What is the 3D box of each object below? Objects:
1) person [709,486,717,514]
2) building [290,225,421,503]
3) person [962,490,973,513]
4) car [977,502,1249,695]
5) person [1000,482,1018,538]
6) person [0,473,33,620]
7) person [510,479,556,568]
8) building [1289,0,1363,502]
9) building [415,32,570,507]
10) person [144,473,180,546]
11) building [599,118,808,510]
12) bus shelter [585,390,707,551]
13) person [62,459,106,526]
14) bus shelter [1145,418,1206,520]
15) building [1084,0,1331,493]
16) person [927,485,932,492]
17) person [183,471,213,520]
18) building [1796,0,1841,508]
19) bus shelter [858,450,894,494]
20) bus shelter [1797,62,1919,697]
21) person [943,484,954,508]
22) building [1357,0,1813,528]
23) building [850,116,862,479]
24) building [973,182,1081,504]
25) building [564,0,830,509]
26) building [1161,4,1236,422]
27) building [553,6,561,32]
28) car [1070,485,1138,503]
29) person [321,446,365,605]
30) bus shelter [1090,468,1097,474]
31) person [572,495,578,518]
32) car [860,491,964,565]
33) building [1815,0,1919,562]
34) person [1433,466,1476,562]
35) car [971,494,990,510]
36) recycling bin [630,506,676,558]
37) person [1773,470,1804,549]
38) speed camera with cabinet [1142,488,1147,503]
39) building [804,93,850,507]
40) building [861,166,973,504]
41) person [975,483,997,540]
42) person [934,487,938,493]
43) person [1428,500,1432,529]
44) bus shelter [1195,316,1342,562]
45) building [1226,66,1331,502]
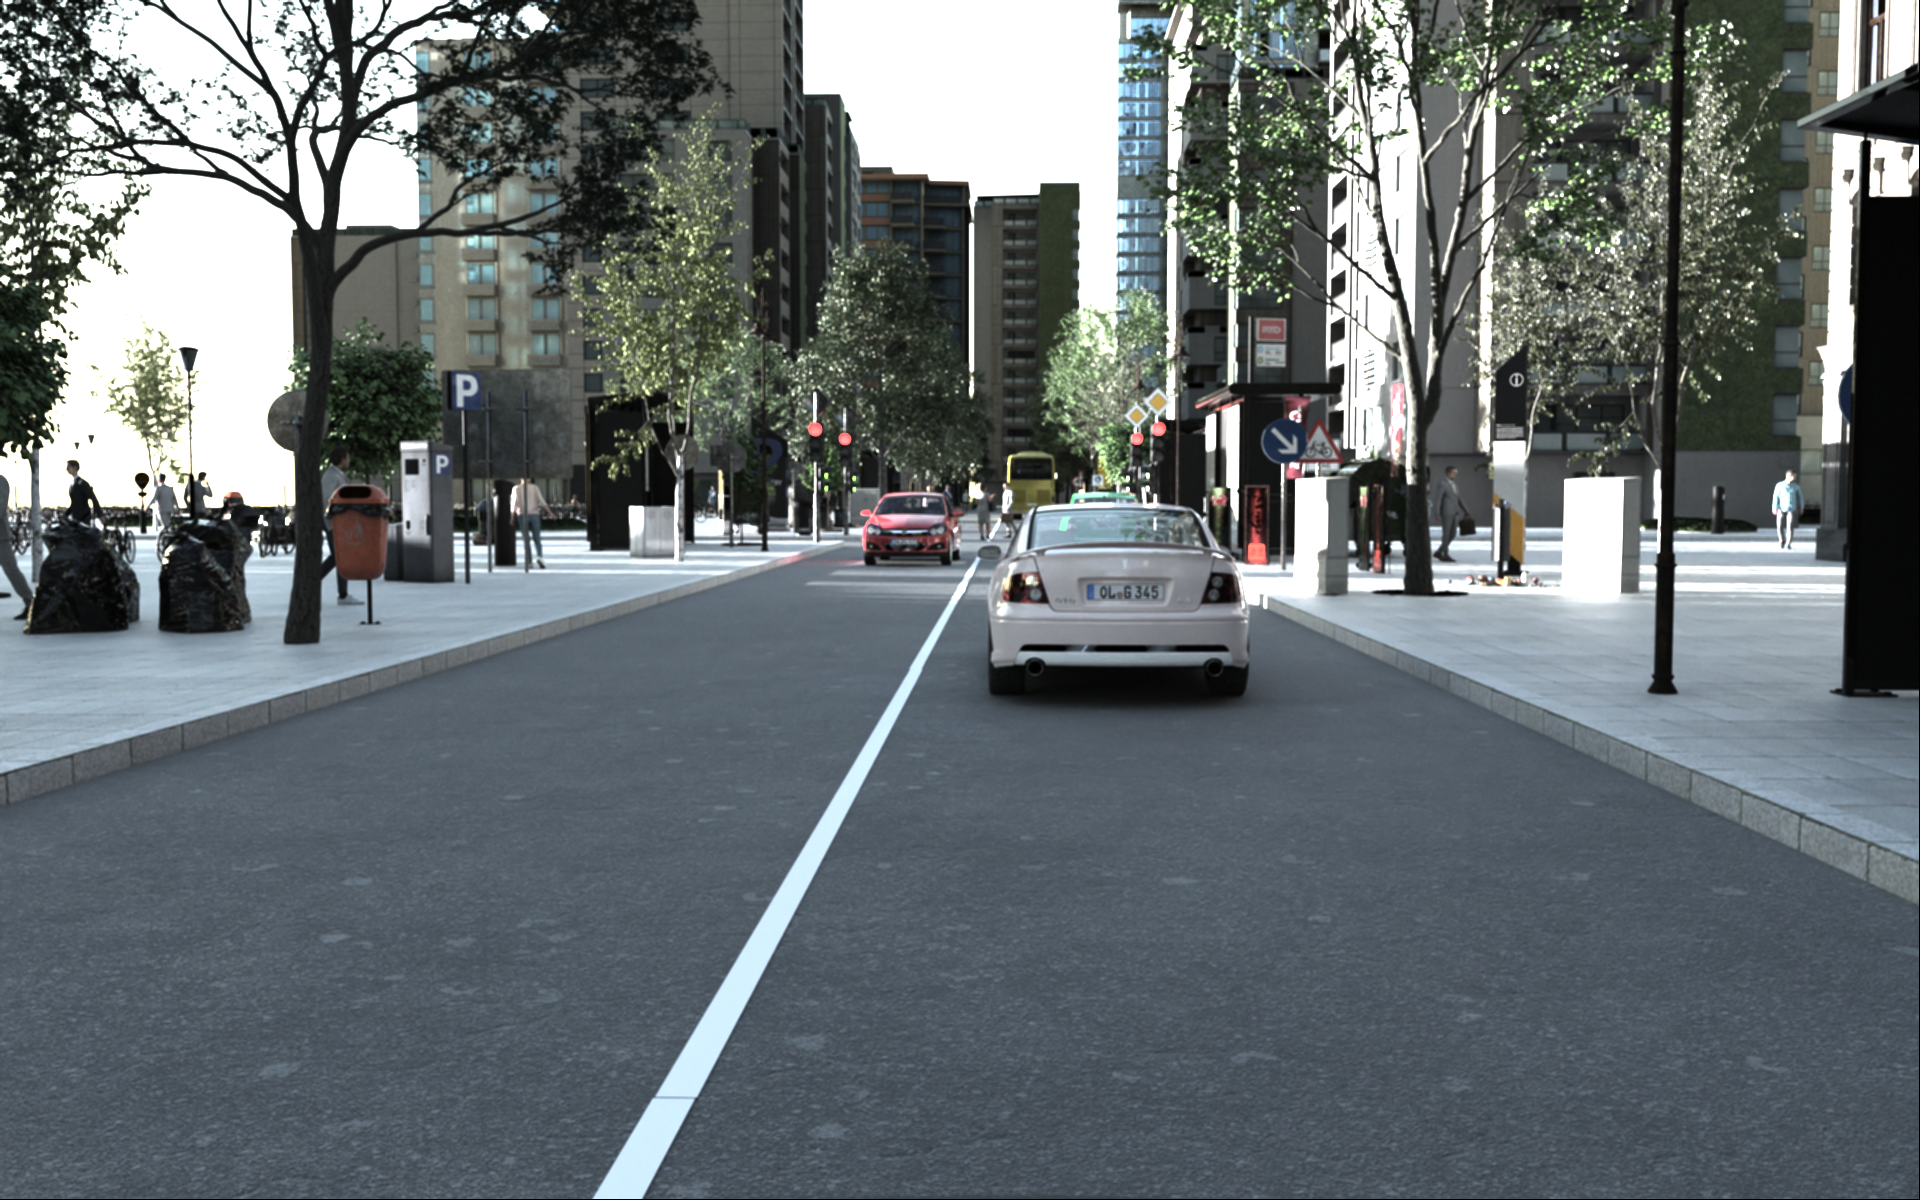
[{"bbox_3d":[-16.186,-6.570,113.494,0.581,1.822,0.654,0,4,-8],"label":"person"},{"bbox_3d":[-63.480,-25.569,189.756,14.107,30.474,14.160,0,4,2],"label":"building"},{"bbox_3d":[0.555,-7.346,129.093,0.782,1.767,0.515,-1,4,-14],"label":"person"},{"bbox_3d":[1.164,-0.084,13.731,2.083,1.381,4.827,0,4,2],"label":"car"},{"bbox_3d":[1.566,-2.923,56.413,0.853,1.813,0.709,-2,4,-32],"label":"person"},{"bbox_3d":[-9.799,-0.689,17.580,0.678,1.792,0.850,3,5,40],"label":"person"},{"bbox_3d":[-7.344,-1.419,29.920,0.731,1.740,0.598,-2,4,-30],"label":"person"},{"bbox_3d":[30.196,-40.123,94.271,20.563,71.187,20.611,0,4,2],"label":"building"},{"bbox_3d":[-40.954,-34.452,182.891,30.456,49.044,23.786,0,4,2],"label":"building"},{"bbox_3d":[-19.390,-2.195,42.206,0.850,1.792,0.678,2,4,28],"label":"person"},{"bbox_3d":[-19.889,-22.335,136.876,14.160,30.474,14.107,0,4,2],"label":"building"},{"bbox_3d":[-7.528,-3.111,42.145,1.731,3.624,6.357,0,4,2],"label":"bus shelter"},{"bbox_3d":[-14.432,-1.374,28.286,0.755,1.850,0.659,-3,5,-43],"label":"person"},{"bbox_3d":[7.105,-3.985,56.445,1.731,3.624,6.357,0,4,2],"label":"bus shelter"},{"bbox_3d":[32.452,-56.243,232.248,31.000,86.520,22.319,0,4,2],"label":"building"},{"bbox_3d":[-0.922,-3.242,62.184,0.731,1.740,0.598,-1,4,-20],"label":"person"},{"bbox_3d":[-17.258,-2.020,39.252,0.592,1.802,0.473,2,4,24],"label":"person"},{"bbox_3d":[71.182,-35.921,176.547,27.495,52.752,28.713,0,4,2],"label":"building"},{"bbox_3d":[-4.147,-6.029,89.862,1.731,3.624,6.357,0,4,2],"label":"bus shelter"},{"bbox_3d":[6.026,-1.016,7.902,1.731,3.624,6.357,0,4,2],"label":"bus shelter"},{"bbox_3d":[-0.481,-3.521,66.256,0.419,1.800,0.721,2,4,25],"label":"person"},{"bbox_3d":[24.682,-23.671,70.619,14.086,41.232,14.154,0,4,2],"label":"building"},{"bbox_3d":[-17.923,-30.819,187.480,14.086,41.232,14.154,0,4,2],"label":"building"},{"bbox_3d":[8.713,-33.395,229.596,14.086,41.232,14.154,0,4,2],"label":"building"},{"bbox_3d":[-22.359,-43.766,153.827,20.563,71.187,20.611,0,4,2],"label":"building"},{"bbox_3d":[36.018,-36.033,178.386,28.713,52.752,27.495,0,4,2],"label":"building"},{"bbox_3d":[-43.619,-56.394,234.715,31.000,86.520,22.319,0,4,2],"label":"building"},{"bbox_3d":[2.908,-1.619,35.262,1.959,1.807,4.718,0,4,3],"label":"car"},{"bbox_3d":[-7.331,-0.871,20.126,0.795,1.843,0.661,0,4,-8],"label":"person"},{"bbox_3d":[10.577,-8.076,125.959,2.014,3.302,5.546,0,4,2],"label":"bus shelter"},{"bbox_3d":[-18.181,-4.349,81.813,0.362,1.253,0.373,3,4,37],"label":"person"},{"bbox_3d":[-0.967,-1.673,36.399,2.155,1.783,4.494,0,4,4],"label":"car"},{"bbox_3d":[21.116,-10.704,24.157,9.793,20.994,18.267,0,4,2],"label":"building"},{"bbox_3d":[9.292,-1.630,32.812,0.709,1.813,0.853,-3,5,-43],"label":"person"},{"bbox_3d":[1.995,-9.341,161.525,1.959,1.807,4.718,0,3,0],"label":"car"},{"bbox_3d":[-6.275,-1.394,35.348,0.722,1.027,0.722,-2,4,-35],"label":"recycling bin"},{"bbox_3d":[19.361,-2.113,40.453,0.638,1.841,0.748,2,4,32],"label":"person"},{"bbox_3d":[8.016,-4.787,72.611,0.660,3.252,2.038,0,4,-2],"label":"speed camera with cabinet"},{"bbox_3d":[-18.961,-29.869,171.958,14.154,41.232,14.086,0,4,2],"label":"building"},{"bbox_3d":[-12.842,-35.448,234.197,28.867,44.769,22.147,0,4,2],"label":"building"},{"bbox_3d":[0.856,-2.760,53.986,0.716,1.782,0.532,2,4,27],"label":"person"},{"bbox_3d":[-1.270,-4.956,89.719,0.419,1.800,0.721,0,4,-8],"label":"person"},{"bbox_3d":[16.111,-3.030,59.869,0.425,1.301,0.394,1,4,9],"label":"person"},{"bbox_3d":[6.269,-3.625,36.906,2.179,5.291,8.768,0,4,2],"label":"bus shelter"},{"bbox_3d":[25.460,-21.363,120.987,14.160,30.474,14.107,0,4,2],"label":"building"}]
